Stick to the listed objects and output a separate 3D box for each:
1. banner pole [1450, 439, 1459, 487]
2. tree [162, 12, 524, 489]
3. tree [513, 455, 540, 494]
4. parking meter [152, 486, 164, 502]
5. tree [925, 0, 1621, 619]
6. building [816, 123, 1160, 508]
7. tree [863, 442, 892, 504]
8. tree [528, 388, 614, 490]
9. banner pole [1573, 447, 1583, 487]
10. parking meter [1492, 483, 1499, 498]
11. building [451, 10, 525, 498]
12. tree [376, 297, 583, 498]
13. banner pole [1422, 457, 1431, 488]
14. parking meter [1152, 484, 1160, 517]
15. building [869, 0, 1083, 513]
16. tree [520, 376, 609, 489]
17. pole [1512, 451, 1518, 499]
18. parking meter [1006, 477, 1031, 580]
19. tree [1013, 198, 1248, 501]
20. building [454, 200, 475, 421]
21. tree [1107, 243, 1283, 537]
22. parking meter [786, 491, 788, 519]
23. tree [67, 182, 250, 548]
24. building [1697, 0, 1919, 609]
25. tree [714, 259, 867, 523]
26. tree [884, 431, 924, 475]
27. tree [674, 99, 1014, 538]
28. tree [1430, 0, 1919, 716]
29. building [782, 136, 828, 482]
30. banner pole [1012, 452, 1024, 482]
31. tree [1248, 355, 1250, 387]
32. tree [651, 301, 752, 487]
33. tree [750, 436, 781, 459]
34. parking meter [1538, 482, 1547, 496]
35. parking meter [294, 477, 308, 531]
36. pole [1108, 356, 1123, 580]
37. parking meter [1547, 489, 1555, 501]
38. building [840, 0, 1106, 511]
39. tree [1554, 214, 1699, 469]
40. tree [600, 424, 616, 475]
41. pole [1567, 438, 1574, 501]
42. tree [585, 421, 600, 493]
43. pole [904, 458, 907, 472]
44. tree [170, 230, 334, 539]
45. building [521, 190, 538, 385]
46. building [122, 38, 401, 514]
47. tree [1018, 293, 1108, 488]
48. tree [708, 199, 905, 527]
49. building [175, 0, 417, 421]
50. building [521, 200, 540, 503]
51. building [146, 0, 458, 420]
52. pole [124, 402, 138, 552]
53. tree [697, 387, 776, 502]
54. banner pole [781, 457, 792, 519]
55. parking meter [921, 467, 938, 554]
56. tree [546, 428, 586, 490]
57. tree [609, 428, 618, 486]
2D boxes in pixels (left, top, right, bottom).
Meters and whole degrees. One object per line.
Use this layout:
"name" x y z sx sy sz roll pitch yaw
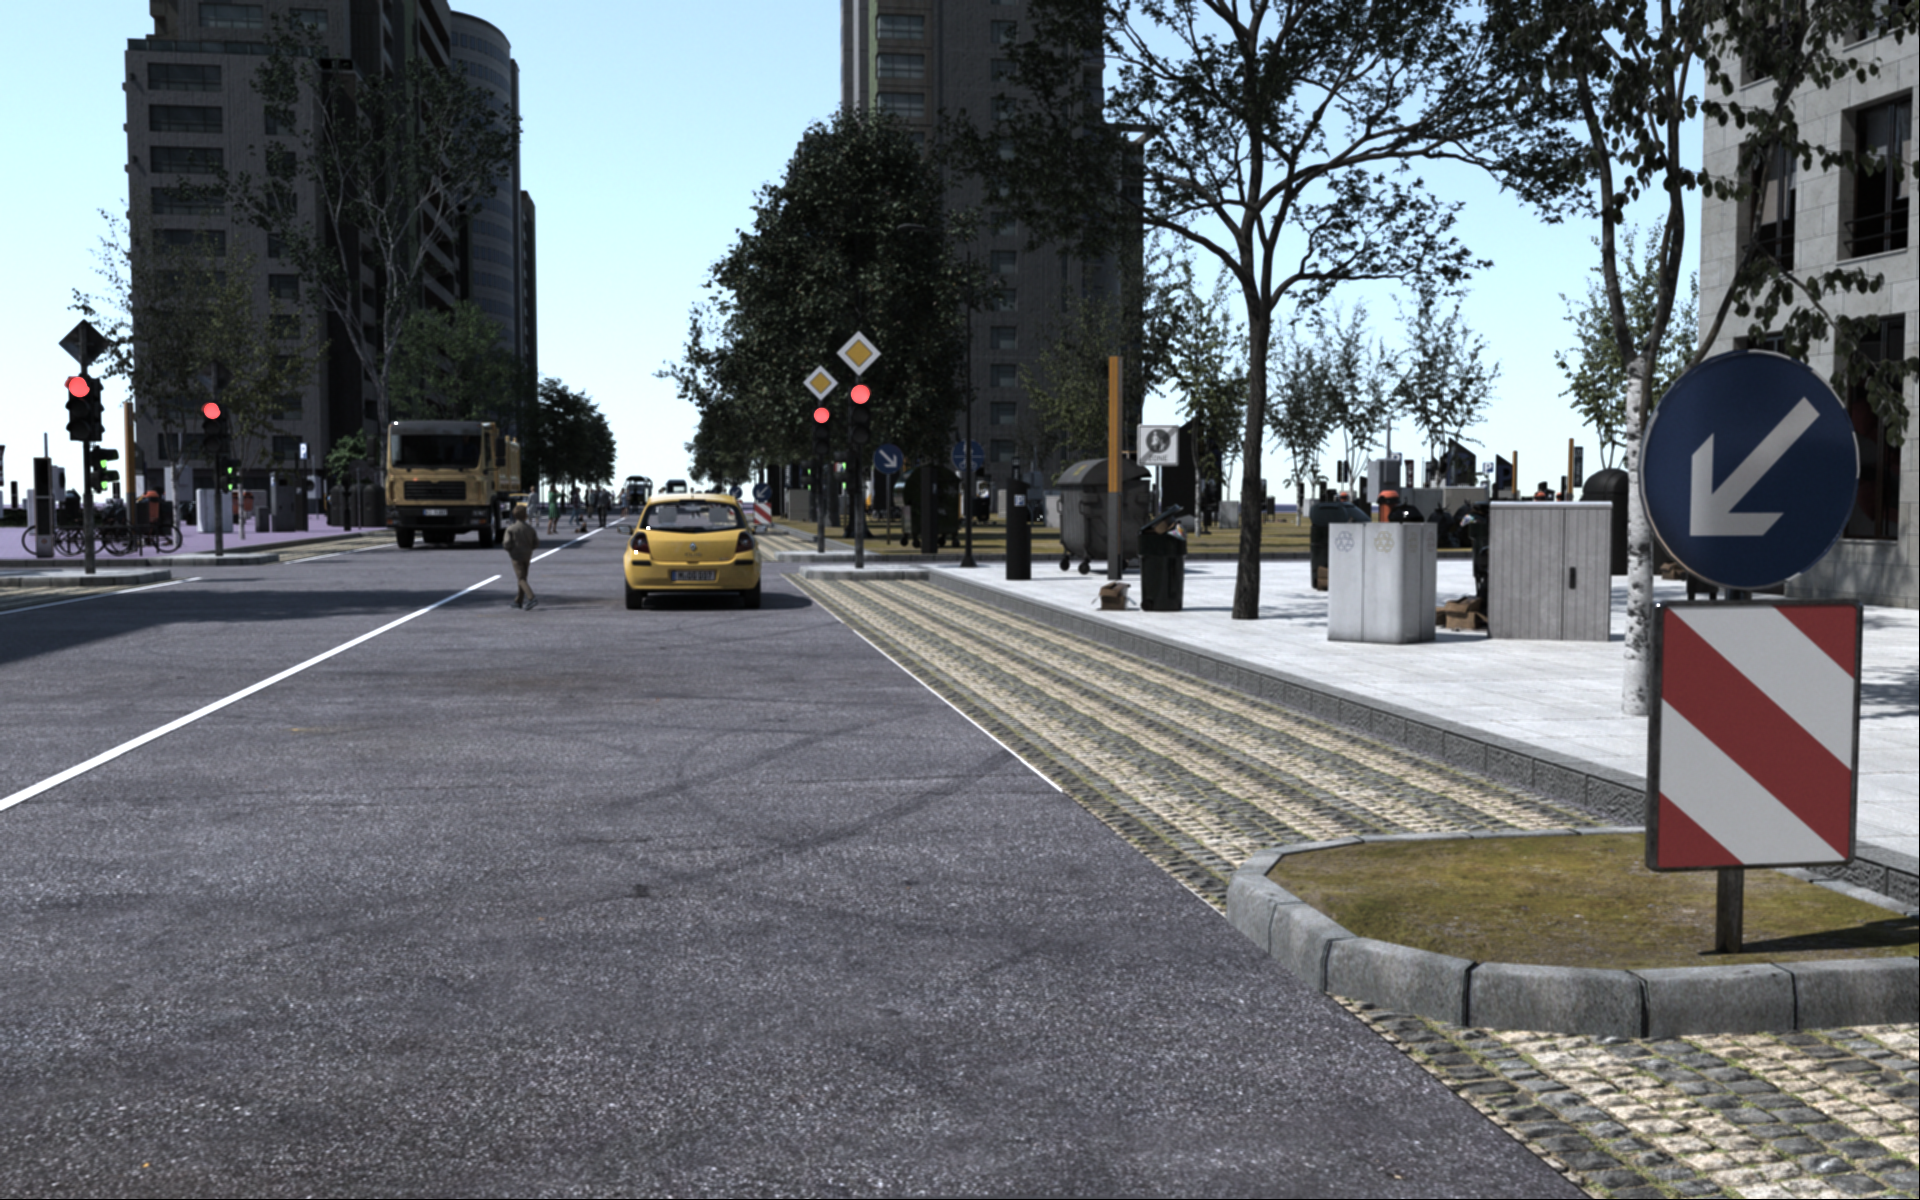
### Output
"banner pole" 22.123 -5.352 77.523 0.401 3.779 0.863 3 5 41
"tree" -24.712 -13.102 70.112 12.611 20.169 13.585 0 3 0
"tree" -35.899 -9.662 141.688 4.285 4.588 4.351 0 3 0
"parking meter" -26.737 -3.019 57.778 0.372 1.533 0.369 0 3 0
"tree" 3.277 -5.085 17.559 7.601 10.594 8.767 -1 4 -13
"building" 1.222 -29.310 171.094 32.217 40.220 23.993 -1 4 -9
"tree" -5.127 -8.886 95.644 4.360 8.622 3.978 0 3 0
"tree" -46.232 -18.336 206.444 9.857 13.997 8.962 0 3 0
"banner pole" 28.452 -5.513 80.150 0.863 3.779 0.401 -1 4 -12
"parking meter" 27.983 -5.191 90.592 0.255 1.863 0.399 0 4 1
"building" -65.314 -40.908 210.841 21.231 58.520 28.212 -1 4 -9
"tree" -26.801 -10.090 90.722 9.928 11.665 9.643 0 3 0
"banner pole" 31.536 -7.778 117.186 0.863 3.779 0.401 0 3 0
"parking meter" 10.850 -5.512 95.834 0.399 1.863 0.255 1 4 17
"building" 0.407 -26.823 122.146 14.154 41.232 14.086 -1 4 -9
"tree" -38.965 -15.250 167.460 7.486 12.596 7.792 0 3 0
"pole" 26.089 -5.359 81.471 0.158 3.312 0.155 0 3 0
"parking meter" 0.877 -1.070 25.899 0.372 1.533 0.369 0 3 0
"tree" 3.990 -5.583 41.653 4.360 8.622 3.978 0 3 0
"building" -54.101 -24.035 164.677 14.160 30.474 14.107 -1 4 -9
"tree" 7.366 -6.195 51.657 4.737 8.622 4.395 0 3 0
"parking meter" -8.714 -4.914 88.749 0.372 1.533 0.369 0 3 0
"tree" -18.734 -5.546 41.043 4.360 8.622 3.978 0 3 0
"building" 16.398 -9.827 15.427 10.420 20.320 16.860 -1 4 -9
"tree" -6.957 -9.749 77.525 7.486 12.596 7.792 0 3 0
"tree" -3.546 -9.864 111.642 4.737 8.622 4.395 0 3 0
"tree" -3.073 -8.177 50.697 9.611 12.733 9.660 0 3 0
"tree" 3.897 -3.623 9.592 4.360 8.622 3.978 0 3 0
"building" -12.306 -37.516 232.993 23.786 49.044 30.456 -1 4 -9
"banner pole" 3.504 -6.937 103.436 0.863 3.779 0.401 0 4 -7
"tree" 13.507 -7.284 69.463 4.360 8.622 3.978 0 3 0
"tree" -23.856 -19.315 171.681 12.611 20.169 13.585 0 3 0
"tree" -11.572 -9.722 109.313 4.737 8.622 4.395 0 3 0
"parking meter" 27.258 -4.610 81.078 0.399 1.863 0.255 -2 4 -34
"parking meter" -22.963 -3.341 60.343 0.399 1.863 0.255 1 4 12
"pole" 2.309 -1.951 25.738 0.158 3.312 0.155 0 3 0
"parking meter" 29.278 -4.749 86.055 0.372 1.533 0.369 0 3 0
"building" 0.634 -36.800 143.680 21.231 58.520 28.212 -1 4 -9
"tree" 18.280 -5.816 45.453 4.737 8.622 4.395 0 3 0
"tree" -50.510 -18.975 235.993 9.928 11.665 9.643 0 3 0
"pole" 22.284 -4.244 63.227 0.158 3.312 0.155 0 3 0
"tree" -31.923 -11.891 120.167 9.928 11.665 9.643 0 3 0
"pole" -2.828 -5.879 89.972 0.158 3.312 0.155 0 3 0
"tree" -20.103 -6.007 48.570 4.737 8.622 4.395 0 3 0
"building" -67.965 -36.523 247.254 14.600 45.320 14.200 -1 4 -9
"building" -45.578 -20.983 114.773 14.160 30.474 14.107 -1 4 -9
"tree" 4.482 -6.862 62.561 4.737 8.622 4.395 0 3 0
"tree" -4.999 -9.825 67.294 9.857 13.997 8.962 0 3 0
"building" -48.486 -27.217 128.590 14.154 41.232 14.086 -1 4 -9
"building" -64.548 -33.596 232.883 14.154 41.232 14.086 -1 4 -9
"building" -54.760 -31.908 145.390 21.300 48.544 21.600 -1 4 -9
"pole" -18.429 -2.730 38.481 0.158 3.312 0.155 0 3 0
"tree" -13.811 -11.239 118.168 8.767 10.594 7.601 0 4 -4
"banner pole" -8.872 -5.989 87.942 0.863 3.779 0.401 2 4 29
"parking meter" -0.654 -1.929 37.247 0.255 1.863 0.399 1 4 22
"tree" -40.404 -13.844 176.716 4.360 8.622 3.978 0 3 0
"tree" -54.189 -20.770 257.709 7.486 12.596 7.792 0 3 0
